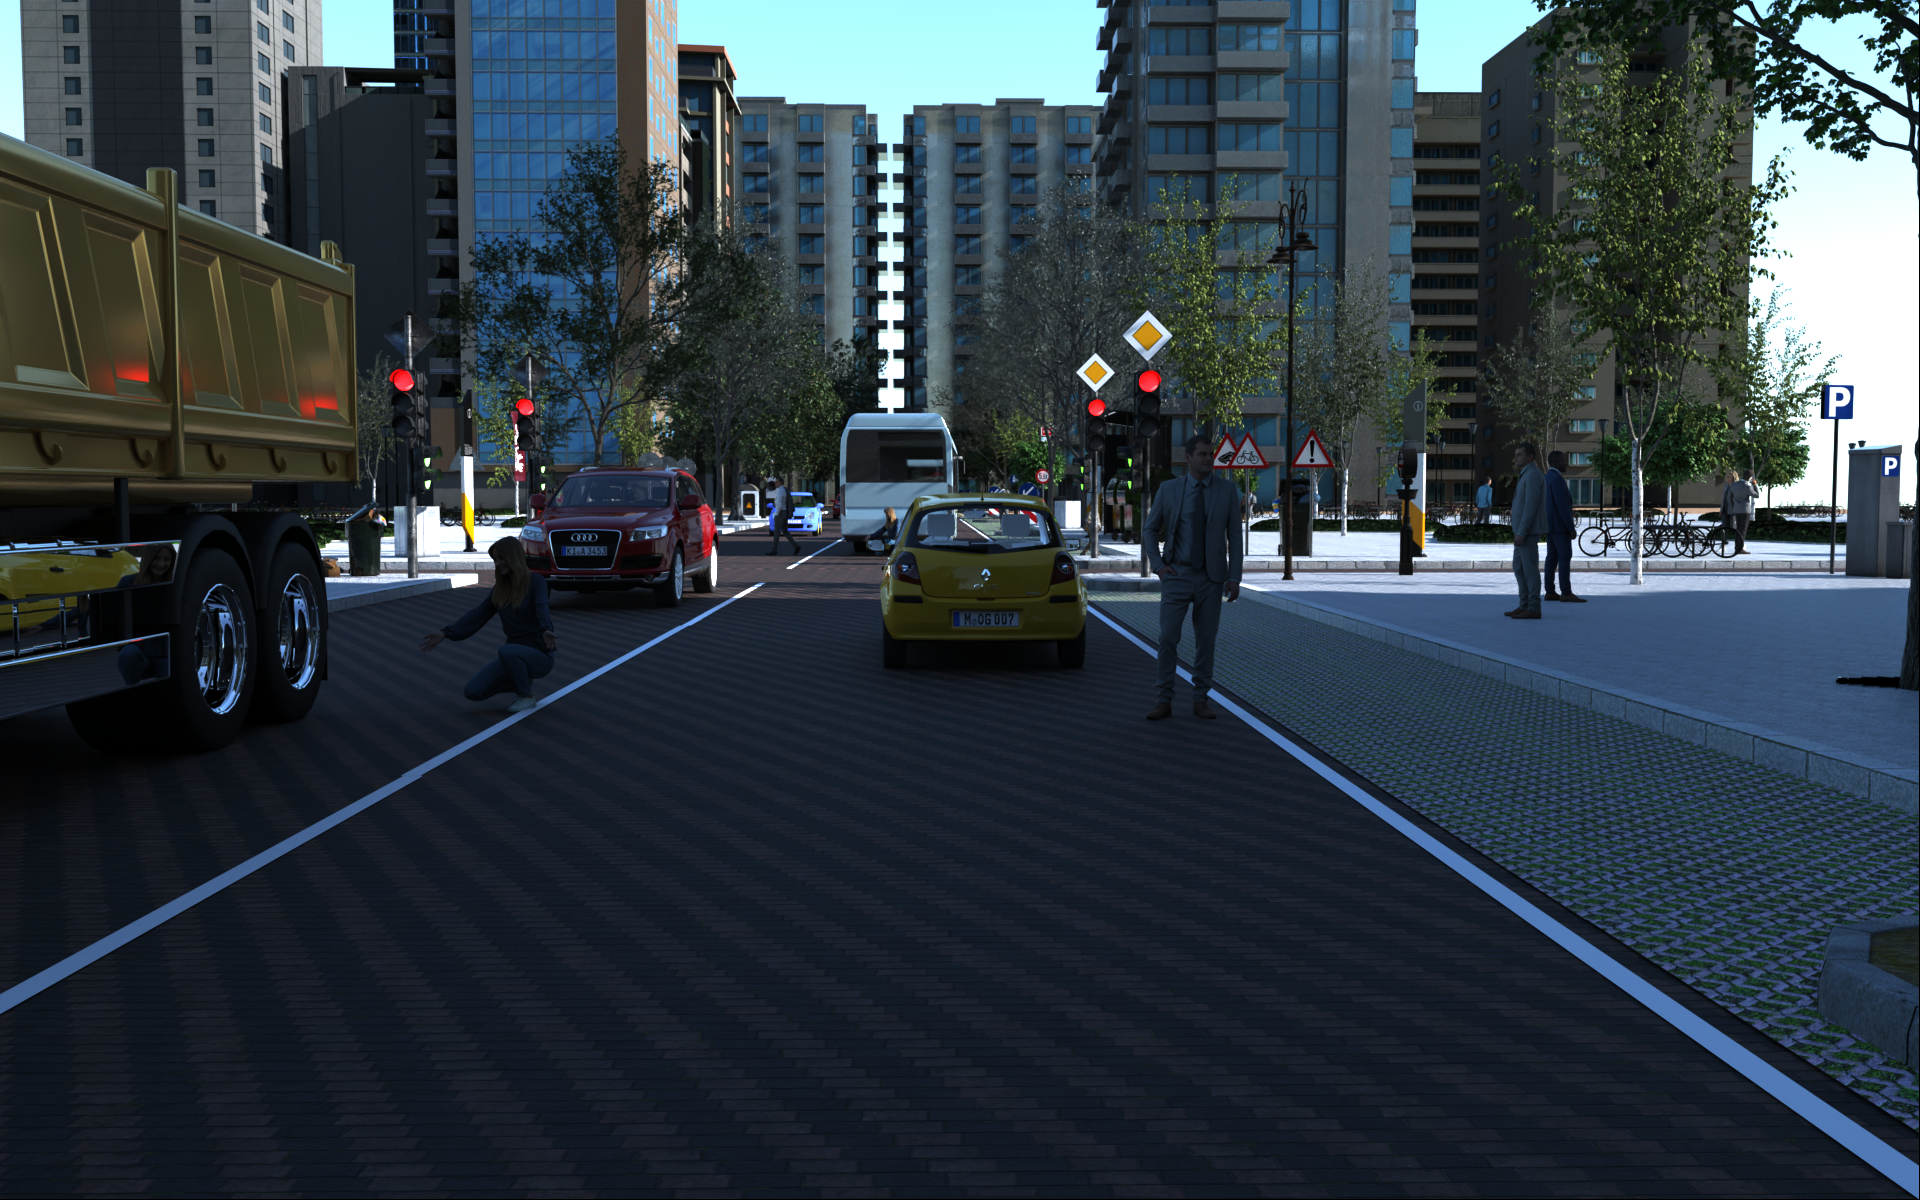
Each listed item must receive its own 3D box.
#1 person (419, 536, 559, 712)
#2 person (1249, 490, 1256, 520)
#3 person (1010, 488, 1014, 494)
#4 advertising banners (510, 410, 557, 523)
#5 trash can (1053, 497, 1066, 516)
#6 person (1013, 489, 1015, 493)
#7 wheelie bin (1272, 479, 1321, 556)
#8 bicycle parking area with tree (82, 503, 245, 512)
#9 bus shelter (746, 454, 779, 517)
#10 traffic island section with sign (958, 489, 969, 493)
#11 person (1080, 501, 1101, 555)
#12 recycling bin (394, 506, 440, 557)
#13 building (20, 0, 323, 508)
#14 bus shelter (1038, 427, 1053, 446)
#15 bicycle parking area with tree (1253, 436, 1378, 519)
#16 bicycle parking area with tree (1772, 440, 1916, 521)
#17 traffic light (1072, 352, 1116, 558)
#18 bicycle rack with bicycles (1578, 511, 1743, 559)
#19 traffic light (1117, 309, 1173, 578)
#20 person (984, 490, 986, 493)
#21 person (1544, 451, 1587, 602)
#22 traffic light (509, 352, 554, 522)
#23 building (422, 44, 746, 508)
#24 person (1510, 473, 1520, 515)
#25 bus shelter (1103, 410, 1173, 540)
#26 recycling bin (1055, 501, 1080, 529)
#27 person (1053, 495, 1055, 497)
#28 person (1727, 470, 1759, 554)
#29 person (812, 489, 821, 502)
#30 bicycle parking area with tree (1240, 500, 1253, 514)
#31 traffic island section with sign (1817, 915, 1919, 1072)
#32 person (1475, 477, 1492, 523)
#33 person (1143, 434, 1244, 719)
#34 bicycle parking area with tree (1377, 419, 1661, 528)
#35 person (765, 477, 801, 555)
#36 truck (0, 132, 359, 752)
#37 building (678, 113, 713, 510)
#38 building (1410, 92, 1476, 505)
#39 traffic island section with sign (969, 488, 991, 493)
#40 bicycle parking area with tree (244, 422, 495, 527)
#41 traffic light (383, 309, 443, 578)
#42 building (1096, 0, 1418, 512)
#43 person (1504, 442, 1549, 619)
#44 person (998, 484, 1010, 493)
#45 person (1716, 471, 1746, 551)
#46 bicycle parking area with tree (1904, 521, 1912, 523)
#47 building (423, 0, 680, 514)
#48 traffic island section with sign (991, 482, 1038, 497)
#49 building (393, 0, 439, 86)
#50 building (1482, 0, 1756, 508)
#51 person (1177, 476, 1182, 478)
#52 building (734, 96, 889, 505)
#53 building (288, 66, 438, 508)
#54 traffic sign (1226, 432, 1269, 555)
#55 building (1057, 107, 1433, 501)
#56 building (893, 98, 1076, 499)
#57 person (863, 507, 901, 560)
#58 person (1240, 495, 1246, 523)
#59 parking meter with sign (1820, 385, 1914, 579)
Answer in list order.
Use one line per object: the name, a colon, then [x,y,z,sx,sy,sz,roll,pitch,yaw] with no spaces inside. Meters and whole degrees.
person: [-2.951,0.155,11.459,1.012,1.151,0.738,2,4,32]
person: [14.666,-4.814,87.339,0.523,1.515,0.503,-1,4,-10]
person: [4.063,-7.891,135.143,0.705,1.814,1.350,1,4,14]
advertising banners: [-9.012,-2.504,37.135,0.090,3.025,2.074,1,4,20]
trash can: [5.013,-4.654,87.752,0.748,1.137,0.748,0,3,0]
person: [4.860,-9.257,157.411,0.705,1.823,1.348,-2,4,-32]
wheelie bin: [6.982,-1.713,35.914,0.980,1.594,0.693,0,4,4]
bicycle parking area with tree: [-35.457,-5.836,82.426,9.016,4.147,8.231,1,4,22]
bus shelter: [-11.307,-6.717,101.101,1.731,3.624,6.357,0,4,-1]
traffic island section with sign: [0.031,-9.468,163.427,1.989,1.847,2.006,0,4,-1]
person: [2.924,-1.542,37.985,0.640,1.303,0.475,2,4,24]
recycling bin: [-11.122,-1.402,35.471,0.722,1.027,0.722,-3,4,-37]
building: [-73.609,-44.451,165.028,20.611,71.187,20.563,0,4,-1]
bus shelter: [4.526,-7.549,101.057,2.179,5.291,8.768,0,4,-1]
bicycle parking area with tree: [20.464,-5.915,83.715,9.016,4.147,8.231,-3,4,-38]
bicycle parking area with tree: [49.022,-6.612,95.109,9.016,4.147,8.231,2,4,35]
traffic light: [2.669,-2.789,34.515,0.839,4.253,0.868,0,4,-1]
bicycle rack with bicycles: [14.548,-1.351,35.474,2.925,0.926,2.852,3,5,43]
traffic light: [2.836,-2.300,26.532,0.839,4.253,0.868,0,4,-1]
person: [2.429,-9.302,159.600,0.415,1.643,0.593,3,5,44]
person: [7.159,-0.888,20.747,0.419,1.800,0.721,-1,4,-11]
traffic light: [-8.489,-2.773,34.267,0.839,4.253,0.868,0,4,-1]
building: [-34.302,-31.219,165.058,28.867,44.769,22.147,0,4,-1]
person: [13.773,-2.211,42.218,0.660,1.820,0.620,-2,4,-33]
bus shelter: [5.078,-3.672,51.327,1.731,3.624,6.357,0,4,-1]
recycling bin: [3.980,-3.154,64.128,0.722,1.027,0.722,-2,4,-31]
person: [6.743,-7.700,132.661,1.217,1.743,0.721,1,4,18]
person: [16.745,-1.885,37.039,0.473,1.802,0.592,-1,4,-11]
person: [-13.884,-9.771,165.807,1.348,1.822,0.705,0,4,2]
bicycle parking area with tree: [13.336,-6.645,95.650,9.016,4.147,8.231,1,4,15]
traffic island section with sign: [3.355,0.265,4.296,1.989,1.847,2.006,0,4,-1]
person: [16.384,-2.950,54.292,0.620,1.820,0.660,-2,4,-32]
person: [1.496,-0.155,11.128,0.635,1.810,0.391,0,4,-3]
bicycle parking area with tree: [22.727,-4.960,68.096,9.016,4.147,8.231,-3,4,-37]
person: [-4.138,-1.952,40.512,0.850,1.850,0.679,1,4,9]
truck: [-5.303,-0.693,7.247,3.469,3.379,9.791,0,4,-2]
building: [-26.715,-21.994,131.302,14.160,30.474,14.107,0,4,-1]
building: [60.649,-36.019,212.613,21.600,48.544,21.300,0,4,-1]
traffic island section with sign: [1.613,-4.810,87.277,1.989,1.847,2.006,0,4,-1]
bicycle parking area with tree: [-23.392,-5.122,70.754,9.016,4.147,8.231,-1,4,-9]
traffic light: [-8.323,-2.285,26.284,0.839,4.253,0.868,0,4,-1]
building: [22.647,-31.709,138.056,23.786,49.044,30.456,0,4,-1]
person: [5.859,-0.716,17.855,0.391,1.810,0.635,1,4,11]
person: [1.777,-3.698,69.057,0.679,1.850,0.850,0,4,-8]
person: [17.262,-1.979,38.579,0.728,1.800,0.709,-1,4,-19]
bicycle parking area with tree: [46.764,-5.769,81.327,8.231,4.147,9.016,-1,4,-14]
building: [-26.848,-28.539,116.715,14.600,45.320,14.200,0,4,-1]
traffic island section with sign: [2.197,-3.121,59.650,1.989,1.847,2.006,0,4,-1]
building: [-54.708,-54.847,209.412,31.000,86.520,22.319,0,4,-1]
building: [63.943,-33.257,167.456,21.600,48.544,21.300,0,4,-1]
person: [6.588,-2.817,52.209,0.850,1.850,0.679,-1,4,-21]
building: [-23.994,-36.204,211.544,30.456,49.044,23.786,0,4,-1]
building: [-55.871,-29.712,169.386,14.086,41.232,14.154,0,4,-1]
traffic sign: [5.998,-2.211,36.161,0.884,2.594,0.081,0,4,7]
building: [25.829,-28.996,165.967,32.217,40.220,23.993,0,4,-1]
building: [7.100,-36.256,212.390,30.456,49.044,23.786,0,4,-1]
person: [-1.536,-1.462,37.909,0.738,1.151,1.012,-2,4,-35]
person: [12.691,-4.082,77.460,0.362,1.253,0.373,3,5,41]
parking meter with sign: [14.207,-1.876,26.940,0.543,3.016,1.738,-1,4,-14]
